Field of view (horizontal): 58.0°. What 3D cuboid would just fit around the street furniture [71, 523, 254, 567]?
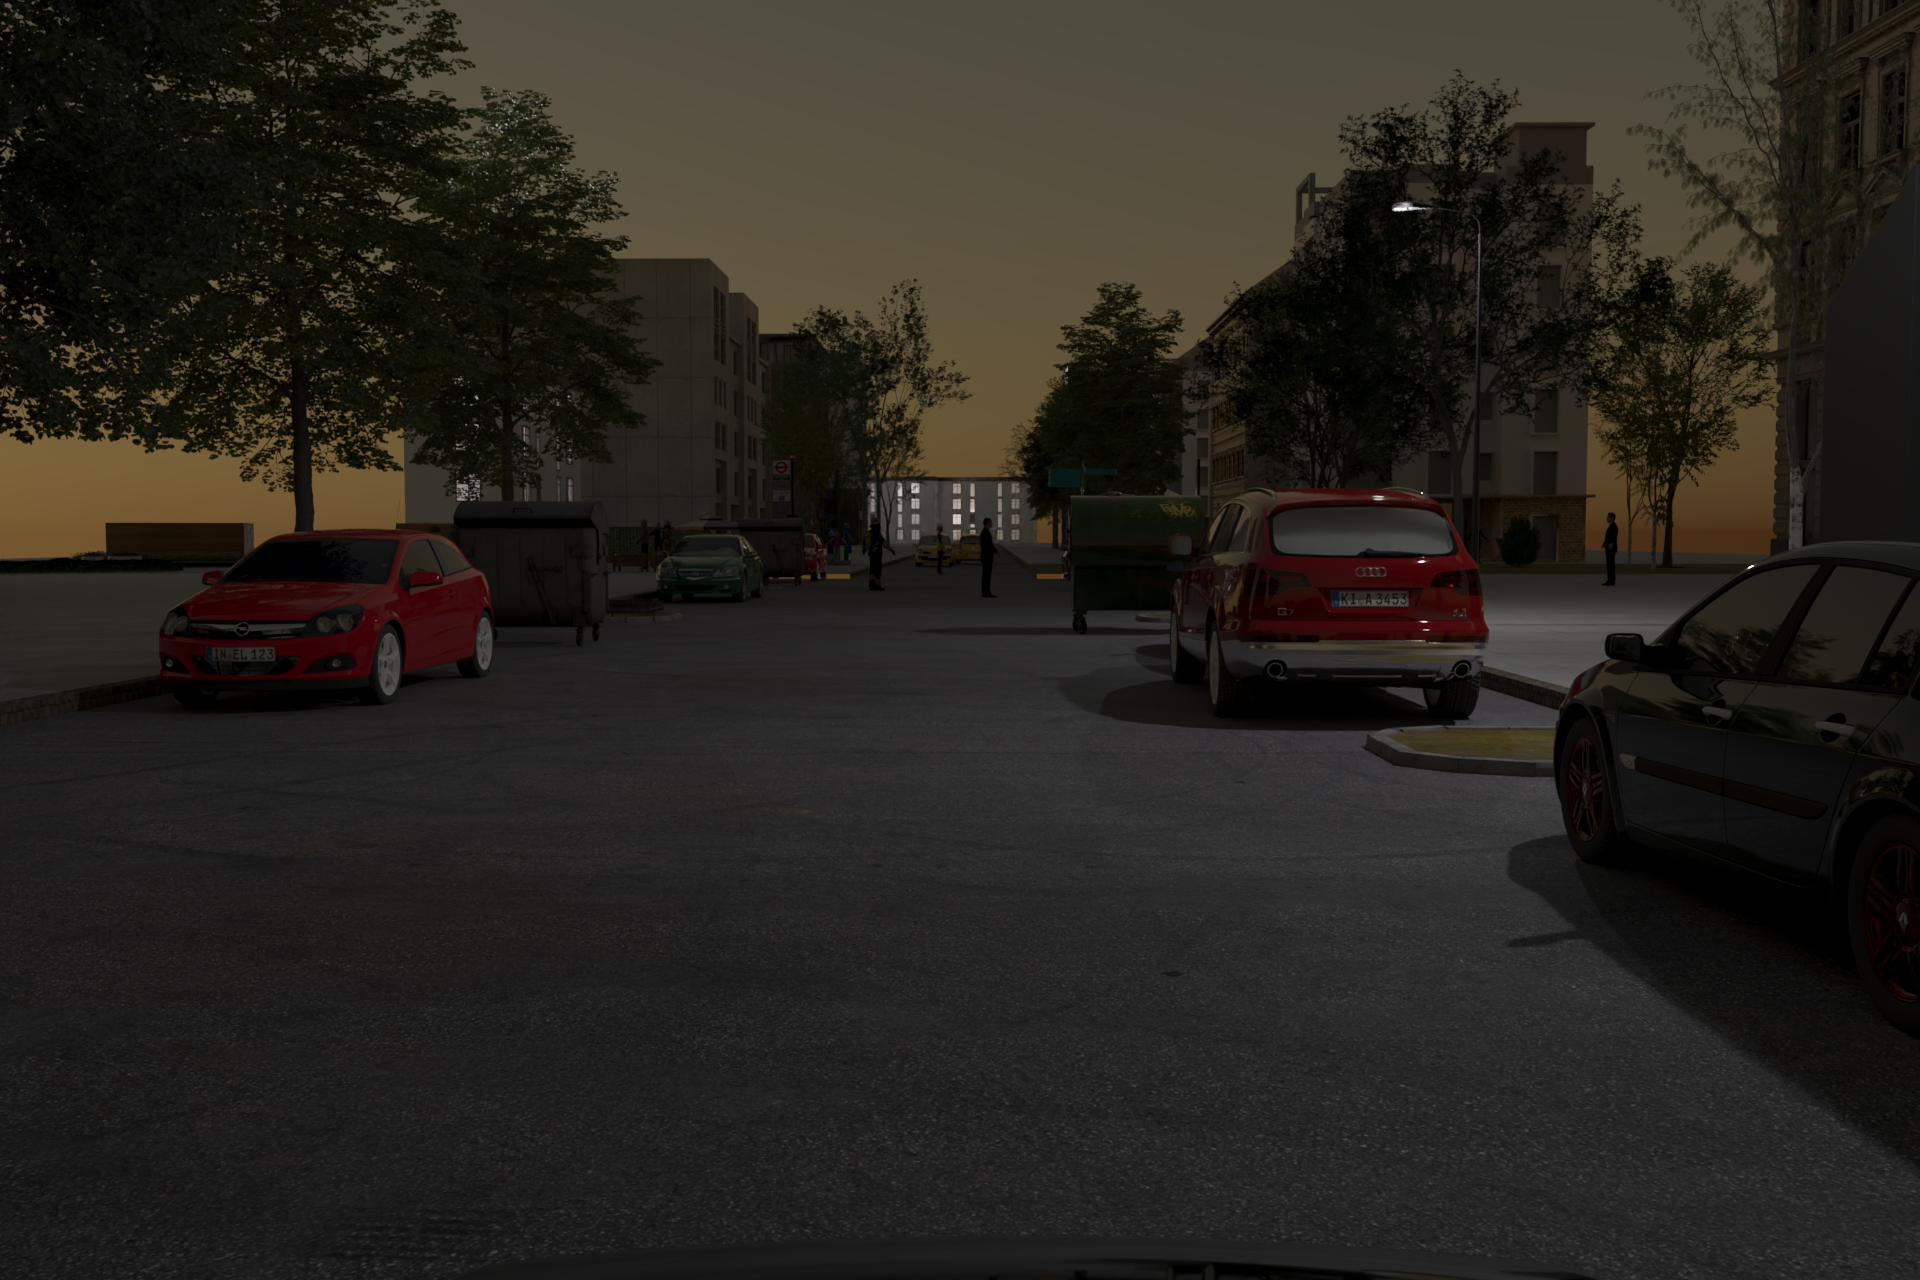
[{"bbox_3d":[-32.361,-3.782,68.691,9.812,1.723,11.010,-1,4,-11],"label":"street furniture"}]

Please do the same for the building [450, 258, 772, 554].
[{"bbox_3d":[-24.179,-15.946,127.175,16.747,18.905,31.486,0,4,1],"label":"building"}]

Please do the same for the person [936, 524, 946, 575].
[{"bbox_3d":[-0.621,-3.214,61.462,0.721,1.772,1.216,0,4,-2],"label":"person"}]

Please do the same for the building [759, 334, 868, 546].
[{"bbox_3d":[-25.353,-21.353,193.102,27.936,21.610,32.646,0,4,1],"label":"building"}]

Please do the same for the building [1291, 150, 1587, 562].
[{"bbox_3d":[22.910,-14.405,91.934,16.016,20.090,11.380,0,4,0],"label":"building"}]

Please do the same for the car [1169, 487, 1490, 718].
[{"bbox_3d":[3.022,-0.390,15.054,2.281,1.827,5.304,0,4,1],"label":"car"}]

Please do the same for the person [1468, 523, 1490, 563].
[{"bbox_3d":[22.594,-4.247,75.632,0.705,1.806,1.347,-2,4,-24],"label":"person"}]

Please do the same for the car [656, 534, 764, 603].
[{"bbox_3d":[-5.380,-1.581,37.644,2.131,1.459,4.920,0,4,1],"label":"car"}]

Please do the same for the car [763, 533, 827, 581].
[{"bbox_3d":[-5.212,-2.777,54.449,2.155,1.783,4.494,0,4,1],"label":"car"}]

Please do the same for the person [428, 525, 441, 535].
[{"bbox_3d":[-8.831,-1.174,28.464,0.421,1.427,0.697,3,4,36],"label":"person"}]

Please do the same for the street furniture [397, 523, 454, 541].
[{"bbox_3d":[-20.026,-4.023,72.626,11.010,1.723,9.812,-1,4,-15],"label":"street furniture"}]

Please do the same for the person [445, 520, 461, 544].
[{"bbox_3d":[-15.777,-2.976,54.494,0.704,1.849,1.345,2,4,30],"label":"person"}]

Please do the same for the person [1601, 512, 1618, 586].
[{"bbox_3d":[16.149,-2.263,43.050,0.704,1.823,1.345,1,4,12],"label":"person"}]

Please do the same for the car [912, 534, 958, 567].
[{"bbox_3d":[-1.093,-4.094,77.165,2.015,1.641,3.980,0,4,1],"label":"car"}]

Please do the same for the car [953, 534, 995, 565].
[{"bbox_3d":[0.646,-4.439,82.805,2.015,1.641,3.980,0,4,1],"label":"car"}]

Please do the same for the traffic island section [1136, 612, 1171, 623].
[{"bbox_3d":[3.941,-0.360,28.747,1.991,0.108,1.994,0,4,0],"label":"traffic island section"}]

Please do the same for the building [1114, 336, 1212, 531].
[{"bbox_3d":[27.740,-22.473,198.358,19.493,23.208,18.063,0,4,0],"label":"building"}]

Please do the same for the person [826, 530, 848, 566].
[{"bbox_3d":[-5.000,-3.725,70.167,0.991,1.433,0.599,1,4,16],"label":"person"}]

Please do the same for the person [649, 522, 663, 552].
[{"bbox_3d":[-13.467,-4.356,77.350,1.346,1.812,0.704,0,4,-1],"label":"person"}]

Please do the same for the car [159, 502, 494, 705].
[{"bbox_3d":[-5.658,-0.418,15.881,2.155,1.783,4.494,0,4,1],"label":"car"}]

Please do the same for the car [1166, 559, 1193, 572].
[{"bbox_3d":[3.585,-0.708,20.613,2.155,1.783,4.494,0,4,1],"label":"car"}]

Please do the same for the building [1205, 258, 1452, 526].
[{"bbox_3d":[27.655,-17.609,118.836,19.493,23.208,18.063,0,4,1],"label":"building"}]

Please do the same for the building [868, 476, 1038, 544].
[{"bbox_3d":[-2.994,-18.778,251.626,28.070,9.664,9.099,1,4,9],"label":"building"}]

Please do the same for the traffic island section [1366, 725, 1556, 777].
[{"bbox_3d":[3.707,0.714,11.200,1.991,0.108,1.994,0,4,1],"label":"traffic island section"}]

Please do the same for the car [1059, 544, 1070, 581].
[{"bbox_3d":[4.141,-2.732,54.459,2.009,1.686,4.222,0,3,0],"label":"car"}]

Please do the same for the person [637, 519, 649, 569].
[{"bbox_3d":[-11.465,-3.468,62.834,0.705,1.813,1.348,0,4,3],"label":"person"}]

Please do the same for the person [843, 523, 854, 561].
[{"bbox_3d":[-5.203,-4.525,80.112,0.704,1.817,1.347,-1,4,-20],"label":"person"}]

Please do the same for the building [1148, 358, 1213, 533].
[{"bbox_3d":[24.843,-19.972,182.966,16.016,20.090,11.380,0,4,1],"label":"building"}]

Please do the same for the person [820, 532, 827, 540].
[{"bbox_3d":[-6.770,-5.149,90.908,1.216,1.740,0.721,-1,4,-10],"label":"person"}]

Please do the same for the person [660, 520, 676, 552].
[{"bbox_3d":[-11.685,-3.891,69.391,0.705,1.858,1.354,-2,4,-26],"label":"person"}]

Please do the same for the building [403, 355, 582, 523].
[{"bbox_3d":[-25.270,-9.371,95.365,9.099,9.664,28.070,0,4,1],"label":"building"}]

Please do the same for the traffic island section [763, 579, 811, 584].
[{"bbox_3d":[-5.434,-1.726,51.083,1.991,0.108,1.994,0,4,1],"label":"traffic island section"}]

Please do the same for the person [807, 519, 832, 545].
[{"bbox_3d":[-5.004,-3.290,60.064,0.705,1.796,1.348,3,5,45],"label":"person"}]

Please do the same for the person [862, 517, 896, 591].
[{"bbox_3d":[-2.115,-2.177,43.836,0.705,1.856,1.354,-3,4,-38],"label":"person"}]

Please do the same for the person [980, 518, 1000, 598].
[{"bbox_3d":[0.641,-1.862,39.123,0.704,1.802,1.346,-1,4,-12],"label":"person"}]

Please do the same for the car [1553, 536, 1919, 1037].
[{"bbox_3d":[3.547,0.213,6.305,2.009,1.686,4.222,0,4,1],"label":"car"}]

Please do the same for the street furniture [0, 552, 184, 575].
[{"bbox_3d":[-30.976,-2.509,56.647,10.072,0.657,5.734,-3,4,-38],"label":"street furniture"}]

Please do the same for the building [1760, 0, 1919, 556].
[{"bbox_3d":[30.245,-13.280,44.841,11.050,23.595,19.941,0,4,1],"label":"building"}]

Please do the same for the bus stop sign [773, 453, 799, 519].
[{"bbox_3d":[-5.748,-4.189,57.190,0.855,3.939,0.416,0,4,0],"label":"bus stop sign"}]

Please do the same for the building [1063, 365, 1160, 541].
[{"bbox_3d":[27.251,-23.322,225.291,27.936,21.610,32.646,0,4,1],"label":"building"}]
